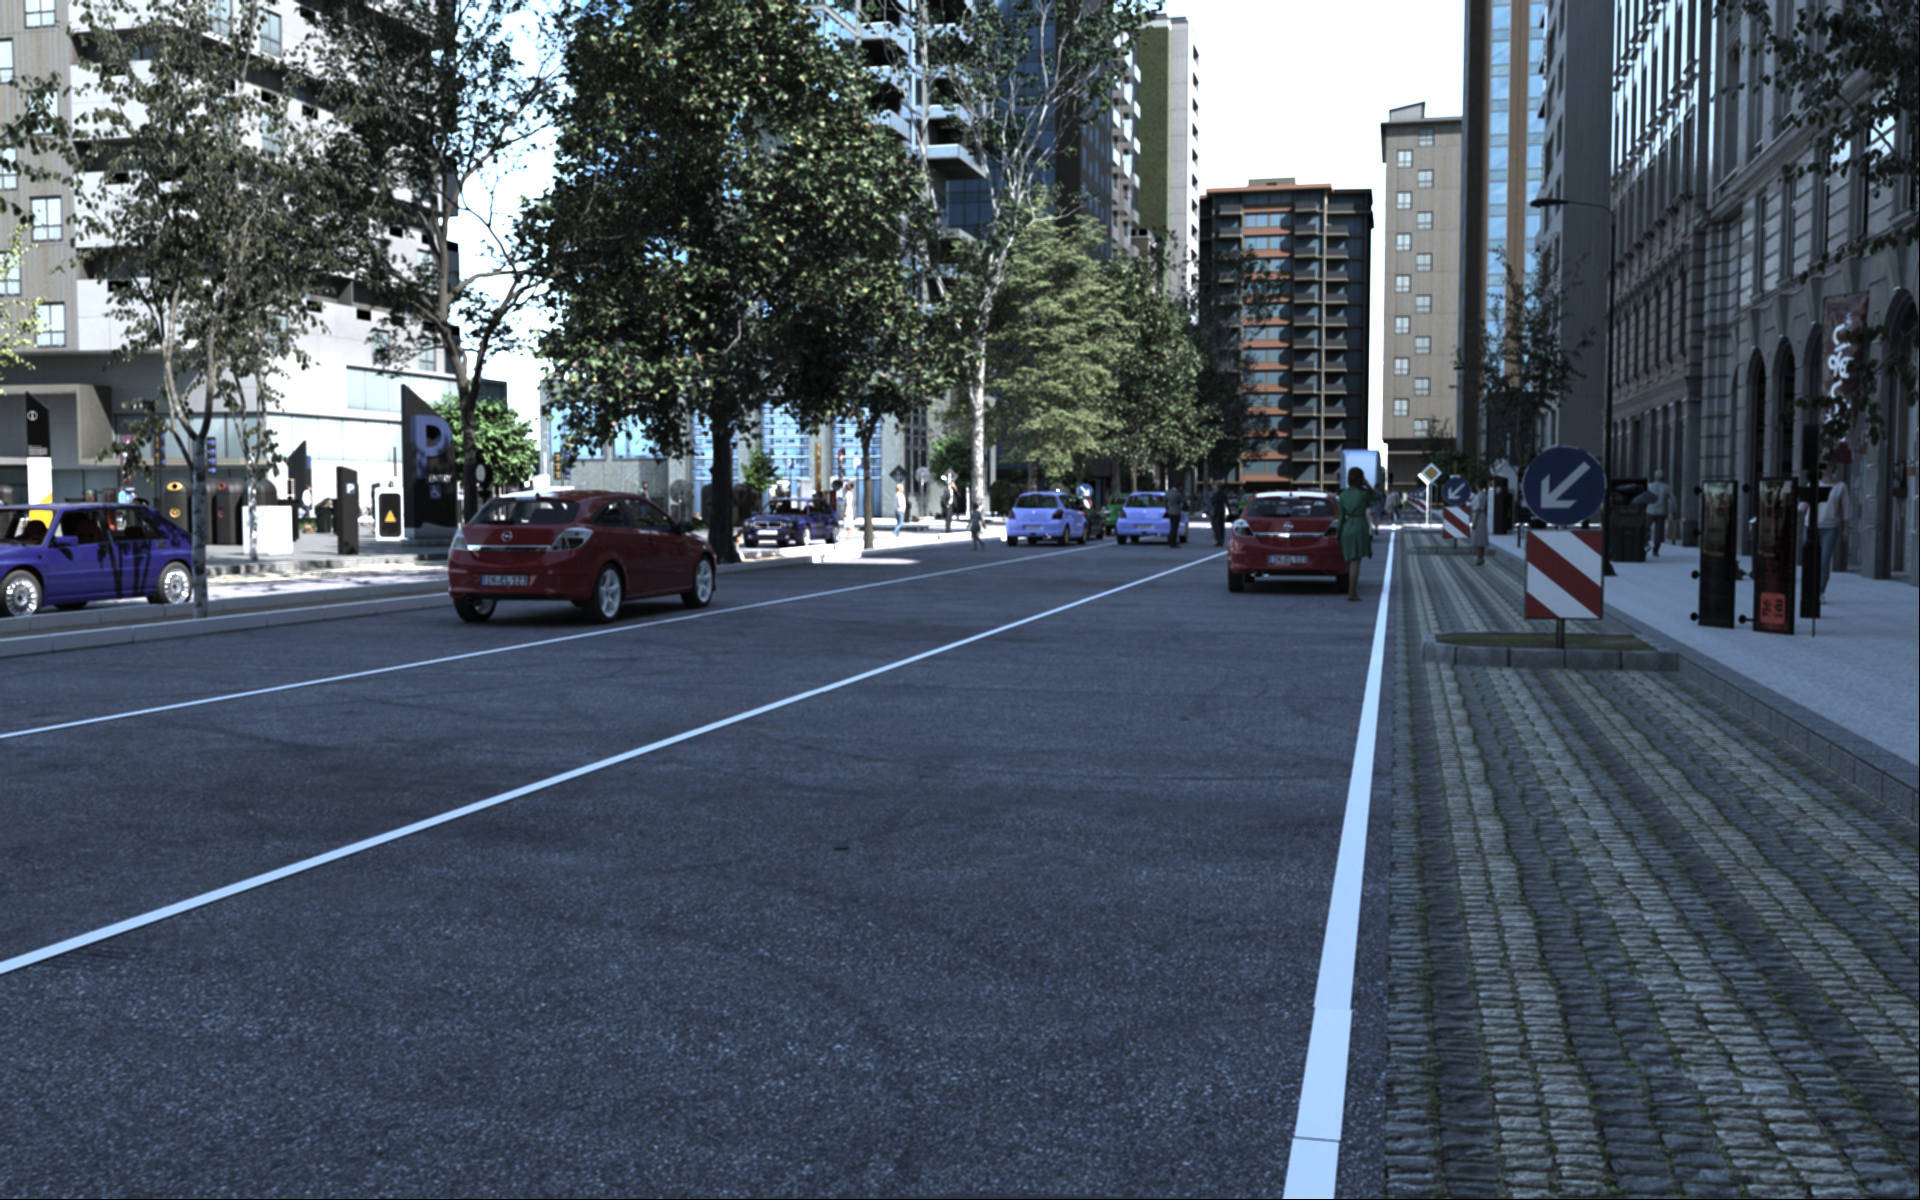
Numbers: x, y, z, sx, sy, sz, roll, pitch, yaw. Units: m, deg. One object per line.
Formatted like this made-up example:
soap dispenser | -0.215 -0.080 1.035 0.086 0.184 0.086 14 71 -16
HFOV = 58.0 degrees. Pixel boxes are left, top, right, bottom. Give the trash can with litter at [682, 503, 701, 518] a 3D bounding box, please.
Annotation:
trash can with litter | -14.047 -4.839 90.510 1.055 1.170 0.624 -3 4 -36

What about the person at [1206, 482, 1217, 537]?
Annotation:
person | 8.564 -3.035 58.139 0.581 1.822 0.654 2 4 25

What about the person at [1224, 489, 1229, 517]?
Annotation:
person | 16.764 -6.130 109.272 0.519 1.759 0.362 3 5 42

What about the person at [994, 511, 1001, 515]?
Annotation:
person | 2.287 -5.967 107.879 0.640 1.303 0.475 -3 4 -38

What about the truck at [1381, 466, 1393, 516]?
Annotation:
truck | 27.482 -7.428 117.366 3.469 3.379 9.791 1 4 15

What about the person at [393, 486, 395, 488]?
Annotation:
person | -25.198 -4.171 76.876 0.466 1.800 0.511 2 4 32

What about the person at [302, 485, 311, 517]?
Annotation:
person | -29.910 -4.329 79.117 0.795 1.843 0.661 0 4 -5

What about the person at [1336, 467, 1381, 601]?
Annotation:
person | 5.317 -0.894 23.357 0.600 1.795 0.529 2 4 34

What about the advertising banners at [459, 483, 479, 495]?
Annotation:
advertising banners | -29.290 -6.477 102.088 2.074 3.025 0.090 -1 4 -16

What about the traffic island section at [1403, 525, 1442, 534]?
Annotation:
traffic island section | 17.272 -2.517 63.432 2.009 0.180 2.903 1 4 14

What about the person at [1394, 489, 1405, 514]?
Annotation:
person | 31.150 -7.067 124.258 1.509 1.804 0.699 1 4 13

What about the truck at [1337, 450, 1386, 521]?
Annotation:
truck | 22.767 -6.688 99.109 2.967 4.110 18.799 1 4 14

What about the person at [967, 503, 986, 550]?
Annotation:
person | 0.399 -1.861 43.945 0.382 1.210 0.505 3 5 40

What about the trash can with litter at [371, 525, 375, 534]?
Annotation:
trash can with litter | -18.487 -2.717 55.813 0.624 1.170 1.055 1 4 11

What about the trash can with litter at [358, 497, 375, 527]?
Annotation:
trash can with litter | -23.350 -3.546 69.039 2.233 1.210 1.678 2 4 30

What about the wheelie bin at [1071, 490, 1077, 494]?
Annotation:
wheelie bin | 8.286 -7.129 124.471 0.980 1.594 0.693 2 4 24

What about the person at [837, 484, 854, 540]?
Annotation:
person | -3.573 -2.737 53.826 0.524 1.755 0.480 0 4 1

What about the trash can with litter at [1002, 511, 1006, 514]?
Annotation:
trash can with litter | 2.833 -6.091 110.979 0.624 1.170 1.055 2 4 30

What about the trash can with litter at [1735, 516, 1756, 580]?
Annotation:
trash can with litter | 11.831 -0.884 25.840 1.055 1.170 0.624 1 4 10

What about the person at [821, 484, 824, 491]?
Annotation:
person | -6.320 -4.443 79.432 0.760 1.731 0.466 0 4 -2

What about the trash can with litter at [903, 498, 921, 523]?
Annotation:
trash can with litter | -2.253 -4.076 78.025 1.055 1.170 0.624 1 4 21

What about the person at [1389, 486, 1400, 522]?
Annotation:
person | 22.077 -4.876 88.062 0.661 1.843 0.795 3 4 37

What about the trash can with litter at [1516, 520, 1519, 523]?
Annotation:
trash can with litter | 24.121 -3.964 76.200 1.055 1.170 0.624 3 5 40

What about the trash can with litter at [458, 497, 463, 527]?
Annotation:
trash can with litter | -16.290 -2.826 57.268 1.678 1.210 2.233 2 4 35

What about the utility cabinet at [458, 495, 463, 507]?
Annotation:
utility cabinet | -47.743 -9.340 163.870 1.020 1.237 0.306 1 4 12

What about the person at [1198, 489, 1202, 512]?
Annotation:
person | 18.808 -7.777 135.755 0.391 1.810 0.635 -1 4 -14

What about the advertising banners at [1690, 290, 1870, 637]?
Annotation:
advertising banners | 7.503 -1.208 15.932 0.090 3.025 2.074 -1 4 -16

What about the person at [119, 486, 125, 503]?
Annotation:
person | -38.388 -4.322 79.506 0.444 1.785 0.601 2 4 27

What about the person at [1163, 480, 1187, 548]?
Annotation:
person | 5.745 -2.297 46.233 0.473 1.802 0.592 -2 4 -27

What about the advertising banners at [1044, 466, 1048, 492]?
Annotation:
advertising banners | 5.631 -6.800 107.367 0.090 3.025 2.074 2 4 27

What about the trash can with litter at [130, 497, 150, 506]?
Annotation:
trash can with litter | -28.885 -3.042 61.131 0.624 1.170 1.055 -1 4 -9

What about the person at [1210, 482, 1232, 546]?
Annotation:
person | 7.193 -2.376 47.769 0.576 1.772 0.534 -3 5 -45

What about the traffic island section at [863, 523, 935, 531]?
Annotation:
traffic island section | -2.450 -2.821 68.405 2.009 0.180 2.903 1 4 14

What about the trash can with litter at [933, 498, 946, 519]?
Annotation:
trash can with litter | -0.841 -4.776 89.467 0.624 1.170 1.055 3 5 44

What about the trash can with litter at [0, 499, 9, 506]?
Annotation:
trash can with litter | -16.042 -1.131 29.548 1.678 1.210 2.233 3 5 43

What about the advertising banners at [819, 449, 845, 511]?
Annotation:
advertising banners | -4.946 -4.344 67.213 0.090 3.025 2.074 2 4 24

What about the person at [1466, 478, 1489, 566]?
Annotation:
person | 10.288 -1.560 34.574 0.524 1.755 0.480 2 4 33

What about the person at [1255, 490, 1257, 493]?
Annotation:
person | 23.793 -8.012 139.692 0.583 1.804 0.606 0 4 -5

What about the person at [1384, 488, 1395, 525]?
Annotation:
person | 20.088 -4.389 81.013 0.466 1.731 0.760 3 5 41

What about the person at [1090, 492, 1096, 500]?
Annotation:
person | 9.551 -7.307 125.870 0.716 1.782 0.532 2 4 29

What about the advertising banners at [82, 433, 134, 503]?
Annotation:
advertising banners | -24.789 -3.318 50.437 2.074 3.025 0.090 1 4 23

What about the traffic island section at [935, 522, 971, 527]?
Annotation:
traffic island section | -0.493 -3.295 76.147 2.009 0.180 2.903 1 4 14

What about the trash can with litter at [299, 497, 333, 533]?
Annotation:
trash can with litter | -21.101 -2.781 56.850 1.055 1.170 0.624 -3 5 -40

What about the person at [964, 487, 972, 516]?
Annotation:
person | 0.595 -5.884 103.089 0.643 1.720 0.563 3 4 38

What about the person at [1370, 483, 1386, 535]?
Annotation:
person | 14.685 -3.215 61.089 0.581 1.822 0.654 3 5 40

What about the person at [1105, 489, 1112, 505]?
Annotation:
person | 9.576 -6.277 111.712 0.593 1.750 0.643 -2 4 -32

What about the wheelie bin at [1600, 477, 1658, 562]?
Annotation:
wheelie bin | 13.051 -1.600 34.068 0.980 1.594 0.693 -2 4 -32

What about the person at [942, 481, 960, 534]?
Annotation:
person | -0.304 -3.302 61.845 0.474 1.900 0.648 3 4 37

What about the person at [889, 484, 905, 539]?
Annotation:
person | -1.901 -2.661 52.683 0.598 1.740 0.731 -3 4 -39

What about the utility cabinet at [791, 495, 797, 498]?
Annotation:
utility cabinet | -8.576 -4.672 87.544 1.020 1.237 0.306 2 4 26

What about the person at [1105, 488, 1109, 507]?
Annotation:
person | 12.433 -8.596 146.500 0.656 1.842 0.836 -1 4 -19

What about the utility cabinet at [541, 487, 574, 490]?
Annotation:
utility cabinet | -12.377 -2.726 53.249 0.318 1.500 1.173 2 4 28

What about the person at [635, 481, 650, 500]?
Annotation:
person | -12.002 -3.633 65.782 0.721 1.781 0.623 0 4 0

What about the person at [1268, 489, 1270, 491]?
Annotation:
person | 22.245 -7.104 124.757 0.694 1.812 0.767 -3 4 -37

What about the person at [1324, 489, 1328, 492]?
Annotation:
person | 26.472 -7.133 125.615 0.515 1.767 0.782 0 4 6
